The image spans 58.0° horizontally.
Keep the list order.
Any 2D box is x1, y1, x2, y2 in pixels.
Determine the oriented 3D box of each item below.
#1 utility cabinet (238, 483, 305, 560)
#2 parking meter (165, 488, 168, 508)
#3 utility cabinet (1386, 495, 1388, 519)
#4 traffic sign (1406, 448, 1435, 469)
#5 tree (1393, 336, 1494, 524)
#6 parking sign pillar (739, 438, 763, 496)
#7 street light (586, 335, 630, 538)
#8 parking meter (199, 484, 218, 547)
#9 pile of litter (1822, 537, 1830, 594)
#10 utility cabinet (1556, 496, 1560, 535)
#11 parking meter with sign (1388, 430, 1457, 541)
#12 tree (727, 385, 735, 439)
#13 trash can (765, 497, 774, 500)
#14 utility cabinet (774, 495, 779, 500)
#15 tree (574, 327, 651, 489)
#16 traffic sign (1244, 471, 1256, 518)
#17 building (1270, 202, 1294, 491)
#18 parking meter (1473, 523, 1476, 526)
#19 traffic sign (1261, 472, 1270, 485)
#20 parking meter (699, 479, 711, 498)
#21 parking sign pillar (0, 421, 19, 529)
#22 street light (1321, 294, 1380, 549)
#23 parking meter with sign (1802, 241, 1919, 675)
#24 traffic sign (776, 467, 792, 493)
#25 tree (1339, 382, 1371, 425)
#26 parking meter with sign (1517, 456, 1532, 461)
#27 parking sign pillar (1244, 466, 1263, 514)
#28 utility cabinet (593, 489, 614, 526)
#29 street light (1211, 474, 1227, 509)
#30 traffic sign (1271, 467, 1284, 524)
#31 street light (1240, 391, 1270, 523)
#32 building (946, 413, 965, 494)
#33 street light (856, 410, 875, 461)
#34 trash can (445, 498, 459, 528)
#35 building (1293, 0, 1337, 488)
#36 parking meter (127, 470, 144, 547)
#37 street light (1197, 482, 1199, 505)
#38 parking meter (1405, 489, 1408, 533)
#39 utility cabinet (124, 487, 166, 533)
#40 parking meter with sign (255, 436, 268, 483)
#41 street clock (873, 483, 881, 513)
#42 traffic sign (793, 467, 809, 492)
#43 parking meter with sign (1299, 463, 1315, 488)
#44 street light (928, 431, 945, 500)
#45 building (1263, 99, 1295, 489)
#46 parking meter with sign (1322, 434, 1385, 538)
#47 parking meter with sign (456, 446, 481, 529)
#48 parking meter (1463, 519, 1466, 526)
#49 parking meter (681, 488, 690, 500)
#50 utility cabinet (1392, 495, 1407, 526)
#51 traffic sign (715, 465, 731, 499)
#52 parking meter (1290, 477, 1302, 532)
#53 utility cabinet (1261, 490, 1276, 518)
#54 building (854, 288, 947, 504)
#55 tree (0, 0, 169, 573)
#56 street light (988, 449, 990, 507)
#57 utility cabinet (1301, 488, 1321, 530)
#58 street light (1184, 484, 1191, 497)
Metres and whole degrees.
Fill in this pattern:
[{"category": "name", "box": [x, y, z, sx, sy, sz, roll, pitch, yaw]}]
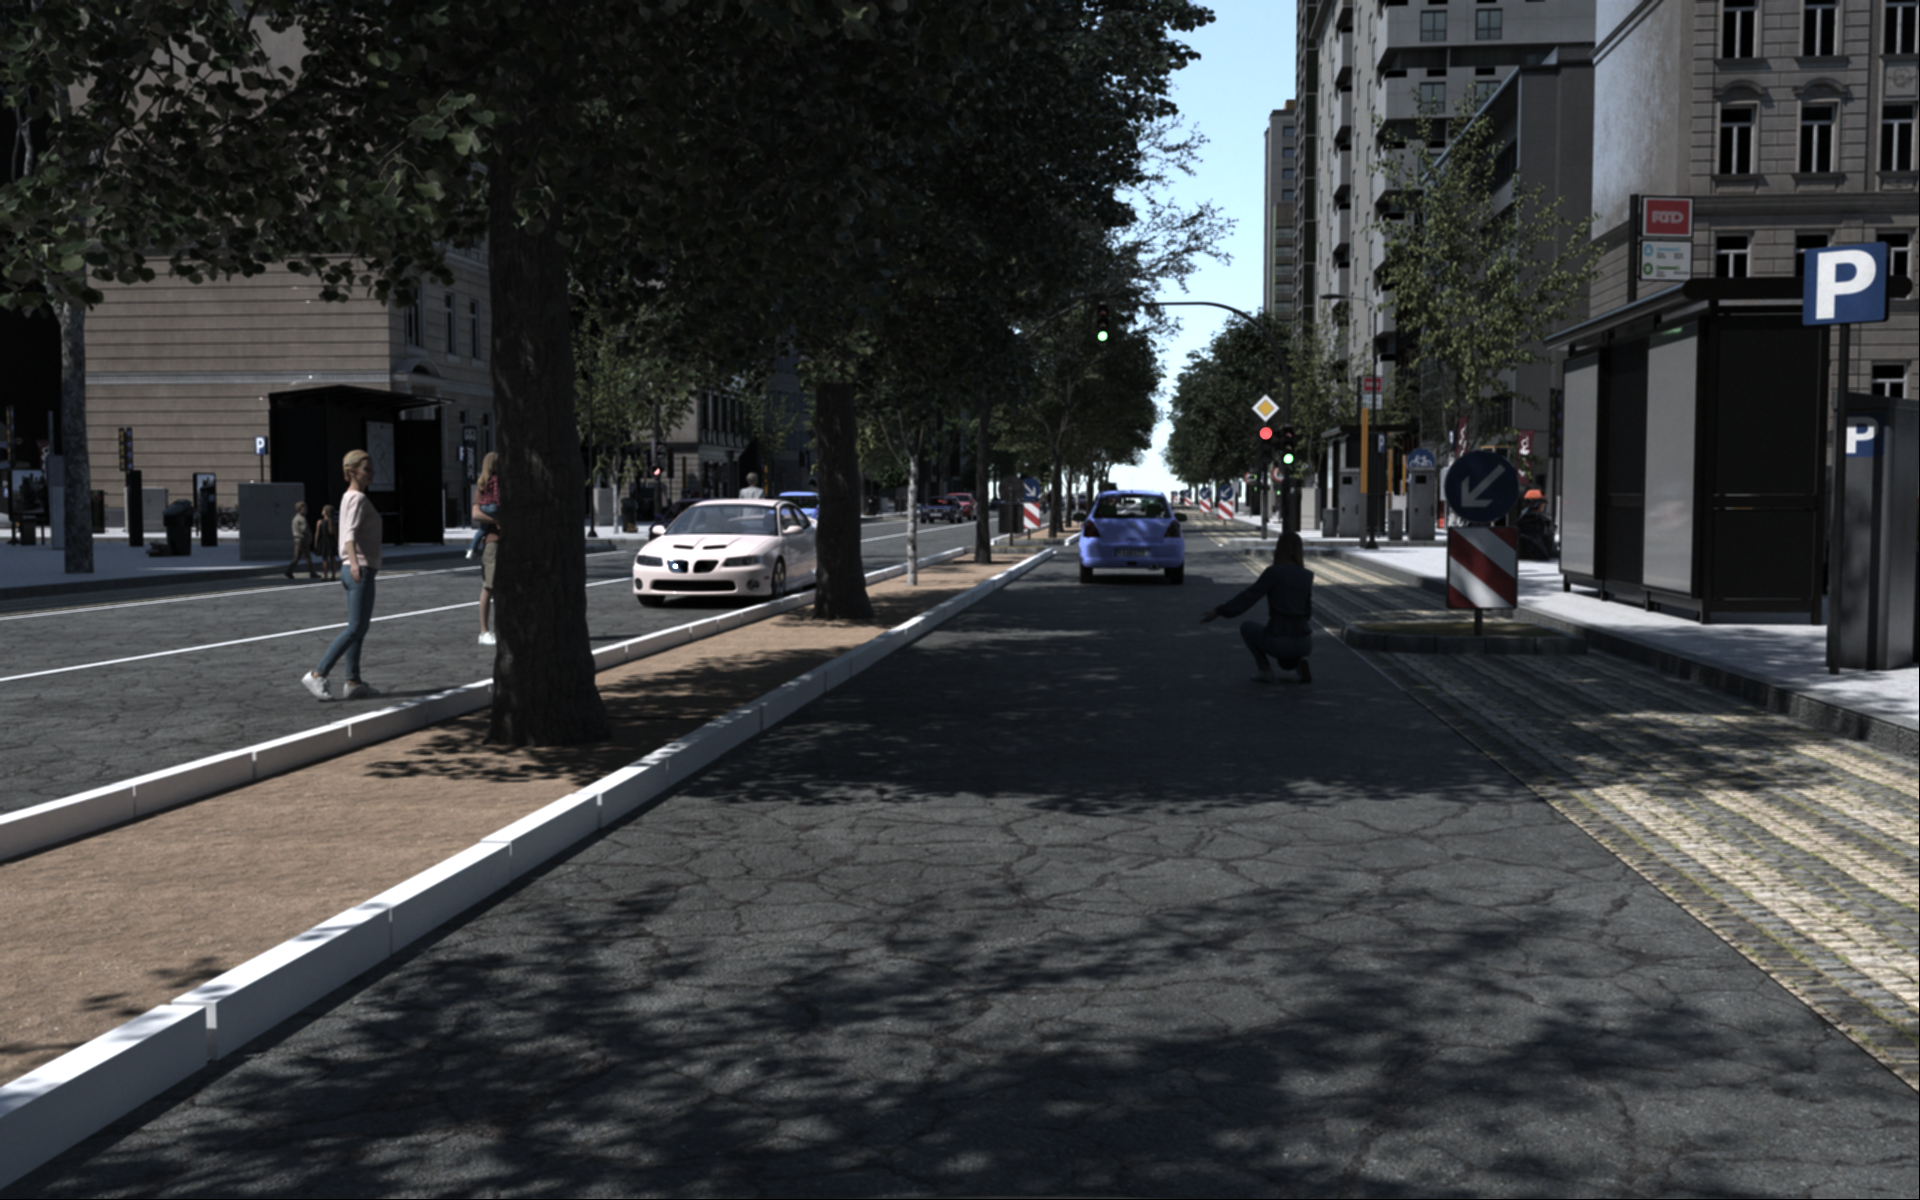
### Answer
[{"category": "utility cabinet", "box": [-13.296, -1.516, 33.473, 1.173, 1.500, 0.318, -2, 4, -25]}, {"category": "parking meter", "box": [-38.910, -4.640, 84.283, 0.372, 1.533, 0.369, 0, 3, 0]}, {"category": "utility cabinet", "box": [22.021, -4.765, 89.069, 0.306, 1.237, 1.020, -2, 4, -30]}, {"category": "traffic sign", "box": [12.740, -2.927, 47.971, 0.768, 2.556, 0.104, 0, 4, 8]}, {"category": "tree", "box": [20.930, -7.636, 75.217, 4.360, 8.622, 3.978, 0, 3, 0]}, {"category": "parking sign pillar", "box": [-10.072, -5.804, 83.366, 1.447, 3.967, 1.447, 3, 5, 44]}, {"category": "street light", "box": [-10.291, -4.784, 50.757, 1.470, 5.913, 1.316, 0, 4, 6]}, {"category": "parking meter", "box": [-18.426, -2.083, 42.468, 0.372, 1.533, 0.369, 0, 3, 0]}, {"category": "pile of litter", "box": [11.017, -0.480, 21.812, 1.176, 0.858, 1.719, -1, 4, -14]}, {"category": "utility cabinet", "box": [19.293, -2.698, 55.280, 0.306, 1.237, 1.020, 2, 4, 30]}, {"category": "parking meter with sign", "box": [12.655, -3.134, 47.494, 1.738, 3.016, 0.543, 0, 4, 4]}, {"category": "tree", "box": [-11.403, -9.099, 99.129, 4.737, 8.622, 4.395, 0, 3, 0]}, {"category": "trash can", "box": [-10.148, -4.878, 91.410, 0.748, 1.137, 0.748, 0, 3, 0]}, {"category": "utility cabinet", "box": [-8.908, -4.696, 87.934, 1.020, 1.237, 0.306, 0, 4, 8]}, {"category": "tree", "box": [-15.653, -7.737, 76.865, 4.360, 8.622, 3.978, 0, 3, 0]}, {"category": "traffic sign", "box": [15.845, -5.763, 94.333, 0.768, 2.556, 0.104, 1, 4, 15]}, {"category": "building", "box": [50.904, -34.267, 243.852, 14.154, 41.232, 14.086, 0, 4, 6]}, {"category": "parking meter", "box": [8.544, -1.210, 28.199, 0.372, 1.533, 0.369, 0, 3, 0]}, {"category": "traffic sign", "box": [14.087, -4.778, 80.253, 0.606, 2.300, 0.079, 1, 4, 11]}, {"category": "parking meter", "box": [-9.975, -3.796, 67.768, 0.399, 1.863, 0.255, -3, 4, -37]}, {"category": "parking sign pillar", "box": [-34.941, -4.605, 63.771, 1.447, 3.967, 1.447, 1, 4, 19]}, {"category": "street light", "box": [9.064, -4.141, 40.246, 1.470, 5.913, 1.316, 0, 4, 6]}, {"category": "parking meter with sign", "box": [6.801, -1.012, 12.803, 1.738, 3.016, 0.543, -3, 5, -45]}, {"category": "traffic sign", "box": [-8.441, -5.066, 82.940, 0.768, 2.556, 0.104, 1, 4, 15]}, {"category": "tree", "box": [25.248, -9.884, 111.965, 4.360, 8.622, 3.978, 0, 3, 0]}, {"category": "parking meter with sign", "box": [22.368, -4.479, 69.485, 0.543, 3.016, 1.738, 2, 4, 35]}, {"category": "parking sign pillar", "box": [19.446, -7.684, 114.100, 1.447, 3.967, 1.447, -2, 4, -34]}, {"category": "utility cabinet", "box": [-14.227, -3.703, 69.223, 0.318, 1.500, 1.173, 1, 4, 22]}, {"category": "street light", "box": [18.441, -9.221, 123.298, 1.470, 5.913, 1.316, 0, 4, 6]}, {"category": "traffic sign", "box": [13.839, -4.573, 74.880, 0.768, 2.556, 0.104, 1, 4, 13]}, {"category": "street light", "box": [13.308, -6.460, 78.165, 1.470, 5.913, 1.316, 0, 4, 6]}, {"category": "building", "box": [-9.979, -49.407, 246.053, 20.563, 71.187, 20.611, 0, 4, 6]}, {"category": "street light", "box": [-5.184, -7.564, 96.212, 1.470, 5.913, 1.316, 0, 4, 6]}, {"category": "trash can", "box": [-19.182, -3.263, 65.011, 0.748, 1.137, 0.748, 0, 3, 0]}, {"category": "building", "box": [52.362, -48.141, 225.352, 20.563, 71.187, 20.611, 0, 4, 6]}, {"category": "parking meter", "box": [-20.175, -2.242, 42.372, 0.255, 1.863, 0.399, -3, 4, -38]}, {"category": "street light", "box": [21.850, -11.095, 153.942, 1.470, 5.913, 1.316, 0, 4, 6]}, {"category": "parking meter", "box": [15.026, -3.010, 57.631, 0.372, 1.533, 0.369, 0, 3, 0]}, {"category": "utility cabinet", "box": [-26.621, -2.931, 56.603, 1.173, 1.500, 0.318, -3, 4, -37]}, {"category": "parking meter with sign", "box": [-20.663, -3.480, 53.156, 0.543, 3.016, 1.738, 2, 4, 35]}, {"category": "street clock", "box": [-5.409, -6.645, 113.220, 0.471, 2.002, 0.358, 3, 5, 41]}, {"category": "traffic sign", "box": [-7.403, -4.924, 80.615, 0.768, 2.556, 0.104, 0, 4, 8]}, {"category": "parking meter with sign", "box": [19.318, -6.058, 95.309, 0.543, 3.016, 1.738, -1, 4, -16]}, {"category": "street light", "box": [-1.763, -9.478, 127.505, 1.470, 5.913, 1.316, 0, 4, 6]}, {"category": "building", "box": [56.866, -44.183, 264.393, 21.231, 58.520, 28.212, 0, 4, 6]}, {"category": "parking meter with sign", "box": [11.478, -3.328, 50.671, 1.738, 3.016, 0.543, 2, 4, 35]}, {"category": "parking meter with sign", "box": [-17.350, -4.067, 62.764, 1.738, 3.016, 0.543, 2, 4, 24]}, {"category": "parking meter", "box": [15.830, -2.949, 53.932, 0.255, 1.863, 0.399, 1, 4, 20]}, {"category": "parking meter", "box": [-11.861, -4.070, 74.957, 0.372, 1.533, 0.369, 0, 3, 0]}, {"category": "utility cabinet", "box": [18.109, -3.646, 70.778, 0.306, 1.237, 1.020, -2, 4, -24]}, {"category": "traffic sign", "box": [-10.503, -4.677, 76.582, 0.768, 2.556, 0.104, 1, 4, 14]}, {"category": "parking meter", "box": [11.318, -3.229, 58.510, 0.255, 1.863, 0.399, -3, 4, -38]}, {"category": "utility cabinet", "box": [16.197, -5.060, 91.403, 0.318, 1.500, 1.173, 0, 4, -6]}, {"category": "building", "box": [-9.478, -27.973, 229.058, 14.160, 30.474, 14.107, 0, 4, 6]}, {"category": "tree", "box": [-13.544, -10.579, 28.859, 12.611, 20.169, 13.585, 0, 3, 0]}, {"category": "street light", "box": [3.357, -12.283, 173.362, 1.470, 5.913, 1.316, 0, 4, 6]}, {"category": "utility cabinet", "box": [12.388, -3.264, 62.052, 0.318, 1.500, 1.173, -3, 4, -36]}, {"category": "street light", "box": [26.910, -13.874, 199.387, 1.470, 5.913, 1.316, 0, 4, 6]}]
